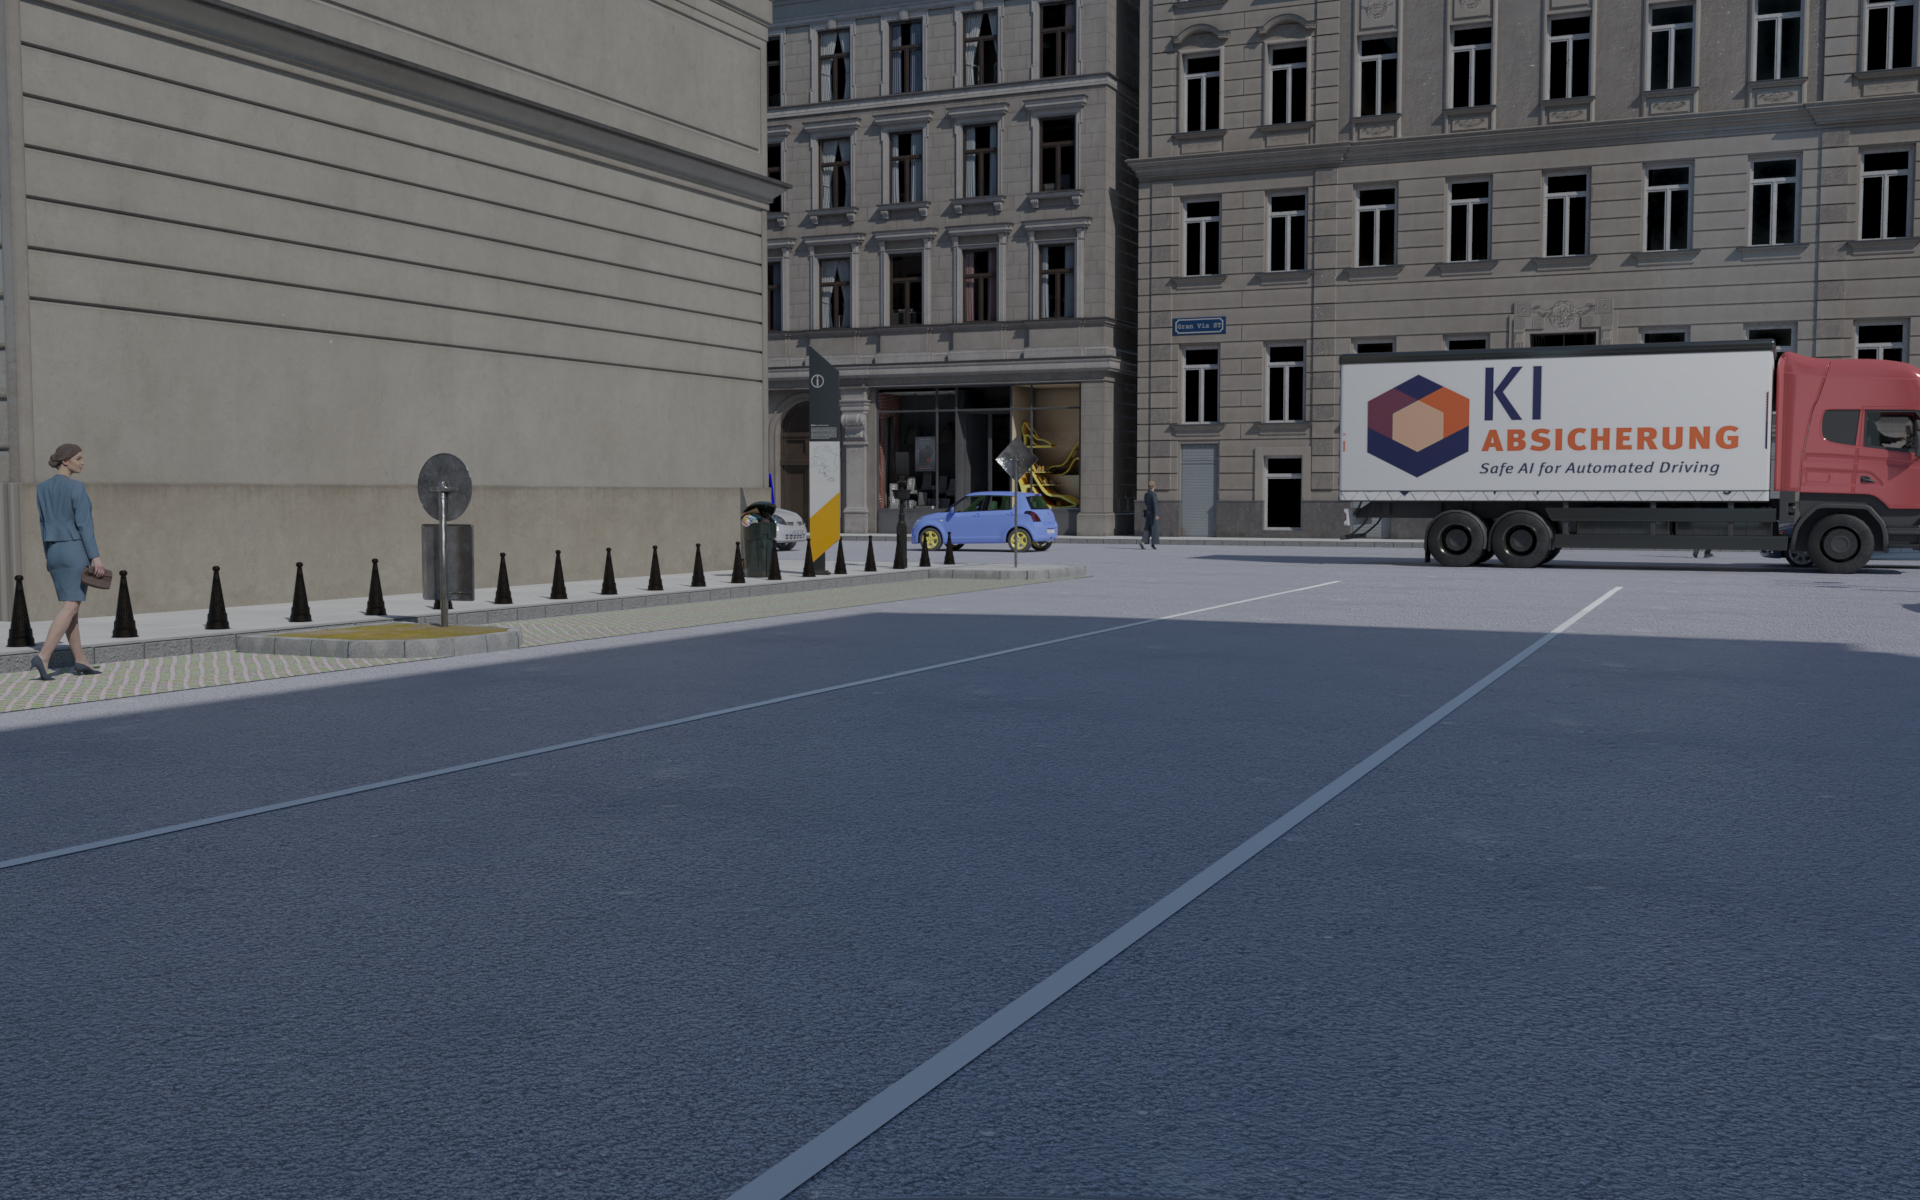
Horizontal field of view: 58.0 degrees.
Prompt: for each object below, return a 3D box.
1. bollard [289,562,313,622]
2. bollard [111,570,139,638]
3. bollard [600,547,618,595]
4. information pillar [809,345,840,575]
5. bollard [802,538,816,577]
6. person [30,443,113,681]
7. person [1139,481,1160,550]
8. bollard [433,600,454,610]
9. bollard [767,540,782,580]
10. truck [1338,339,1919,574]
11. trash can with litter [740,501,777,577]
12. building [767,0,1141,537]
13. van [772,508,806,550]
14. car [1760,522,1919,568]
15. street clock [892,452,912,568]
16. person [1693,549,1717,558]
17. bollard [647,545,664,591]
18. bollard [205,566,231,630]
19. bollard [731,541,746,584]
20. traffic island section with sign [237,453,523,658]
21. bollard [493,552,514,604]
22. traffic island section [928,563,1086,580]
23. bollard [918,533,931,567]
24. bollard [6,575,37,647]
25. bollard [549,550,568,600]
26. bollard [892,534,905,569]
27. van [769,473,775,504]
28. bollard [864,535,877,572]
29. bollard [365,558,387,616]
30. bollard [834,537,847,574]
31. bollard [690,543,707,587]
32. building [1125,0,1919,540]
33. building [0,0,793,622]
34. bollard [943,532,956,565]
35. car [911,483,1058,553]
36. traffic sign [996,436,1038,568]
[{"bbox_3d":[-6.626,-0.083,17.391,0.229,0.601,0.229,0,3,0],"label":"bollard"},{"bbox_3d":[-7.487,0.032,15.512,0.229,0.601,0.229,0,3,0],"label":"bollard"},{"bbox_3d":[-4.478,-0.370,22.094,0.229,0.601,0.229,0,3,0],"label":"bollard"},{"bbox_3d":[-2.153,-2.202,27.363,0.504,3.616,0.183,1,4,10],"label":"information pillar"},{"bbox_3d":[-2.338,-0.657,26.785,0.229,0.601,0.229,0,3,0],"label":"bollard"},{"bbox_3d":[-6.941,-0.298,13.395,0.581,1.822,0.654,3,4,36],"label":"person"},{"bbox_3d":[4.926,-2.187,44.685,0.576,1.772,0.534,3,4,36],"label":"person"},{"bbox_3d":[-5.762,-0.199,19.290,0.229,0.601,0.229,0,3,0],"label":"bollard"},{"bbox_3d":[-2.767,-0.600,25.846,0.229,0.601,0.229,0,3,0],"label":"bollard"},{"bbox_3d":[13.139,-2.717,33.340,11.283,4.237,2.839,2,4,26],"label":"truck"},{"bbox_3d":[-3.239,-0.947,26.865,0.624,1.170,1.055,-2,4,-26],"label":"trash can with litter"},{"bbox_3d":[-11.828,-13.024,63.856,40.483,20.767,10.553,2,4,24],"label":"building"},{"bbox_3d":[-5.930,-2.271,44.140,4.112,2.044,2.013,2,4,23],"label":"van"},{"bbox_3d":[18.102,-1.335,33.836,4.499,1.417,2.014,2,4,24],"label":"car"},{"bbox_3d":[-1.011,-1.556,30.012,0.358,2.002,0.471,0,4,-6],"label":"street clock"},{"bbox_3d":[16.795,-1.817,38.689,0.515,1.767,0.782,-1,4,-10],"label":"person"},{"bbox_3d":[-4.052,-0.427,23.028,0.229,0.601,0.229,0,3,0],"label":"bollard"},{"bbox_3d":[-7.058,-0.025,16.450,0.229,0.601,0.229,0,3,0],"label":"bollard"},{"bbox_3d":[-3.193,-0.542,24.911,0.229,0.601,0.229,0,3,0],"label":"bollard"},{"bbox_3d":[-5.181,-0.450,15.991,1.989,1.847,2.006,2,4,24],"label":"traffic island section with sign"},{"bbox_3d":[-5.335,-0.256,20.225,0.229,0.601,0.229,0,3,0],"label":"bollard"},{"bbox_3d":[0.953,-0.488,30.259,2.009,0.180,2.903,2,4,24],"label":"traffic island section"},{"bbox_3d":[-0.619,-0.887,30.545,0.229,0.601,0.229,0,3,0],"label":"bollard"},{"bbox_3d":[-7.912,0.090,14.577,0.229,0.601,0.229,0,3,0],"label":"bollard"},{"bbox_3d":[-4.906,-0.313,21.158,0.229,0.601,0.229,0,3,0],"label":"bollard"},{"bbox_3d":[-1.048,-0.829,29.603,0.229,0.601,0.229,0,3,0],"label":"bollard"},{"bbox_3d":[-7.986,-2.806,50.259,5.245,2.365,2.240,2,4,25],"label":"van"},{"bbox_3d":[-1.482,-0.772,28.659,0.229,0.601,0.229,0,3,0],"label":"bollard"},{"bbox_3d":[-6.190,-0.141,18.344,0.229,0.601,0.229,0,3,0],"label":"bollard"},{"bbox_3d":[-1.914,-0.714,27.721,0.229,0.601,0.229,0,3,0],"label":"bollard"},{"bbox_3d":[-3.622,-0.485,23.974,0.229,0.601,0.229,0,3,0],"label":"bollard"},{"bbox_3d":[18.611,-15.543,51.391,25.104,27.353,12.463,2,4,24],"label":"building"},{"bbox_3d":[-19.276,-11.975,29.077,30.059,22.955,16.112,2,4,24],"label":"building"},{"bbox_3d":[-0.194,-0.944,31.480,0.229,0.601,0.229,0,3,0],"label":"bollard"},{"bbox_3d":[0.581,-2.077,43.553,3.694,1.707,1.945,1,4,23],"label":"car"},{"bbox_3d":[0.978,-1.623,30.186,0.795,2.450,0.064,2,4,24],"label":"traffic sign"}]
